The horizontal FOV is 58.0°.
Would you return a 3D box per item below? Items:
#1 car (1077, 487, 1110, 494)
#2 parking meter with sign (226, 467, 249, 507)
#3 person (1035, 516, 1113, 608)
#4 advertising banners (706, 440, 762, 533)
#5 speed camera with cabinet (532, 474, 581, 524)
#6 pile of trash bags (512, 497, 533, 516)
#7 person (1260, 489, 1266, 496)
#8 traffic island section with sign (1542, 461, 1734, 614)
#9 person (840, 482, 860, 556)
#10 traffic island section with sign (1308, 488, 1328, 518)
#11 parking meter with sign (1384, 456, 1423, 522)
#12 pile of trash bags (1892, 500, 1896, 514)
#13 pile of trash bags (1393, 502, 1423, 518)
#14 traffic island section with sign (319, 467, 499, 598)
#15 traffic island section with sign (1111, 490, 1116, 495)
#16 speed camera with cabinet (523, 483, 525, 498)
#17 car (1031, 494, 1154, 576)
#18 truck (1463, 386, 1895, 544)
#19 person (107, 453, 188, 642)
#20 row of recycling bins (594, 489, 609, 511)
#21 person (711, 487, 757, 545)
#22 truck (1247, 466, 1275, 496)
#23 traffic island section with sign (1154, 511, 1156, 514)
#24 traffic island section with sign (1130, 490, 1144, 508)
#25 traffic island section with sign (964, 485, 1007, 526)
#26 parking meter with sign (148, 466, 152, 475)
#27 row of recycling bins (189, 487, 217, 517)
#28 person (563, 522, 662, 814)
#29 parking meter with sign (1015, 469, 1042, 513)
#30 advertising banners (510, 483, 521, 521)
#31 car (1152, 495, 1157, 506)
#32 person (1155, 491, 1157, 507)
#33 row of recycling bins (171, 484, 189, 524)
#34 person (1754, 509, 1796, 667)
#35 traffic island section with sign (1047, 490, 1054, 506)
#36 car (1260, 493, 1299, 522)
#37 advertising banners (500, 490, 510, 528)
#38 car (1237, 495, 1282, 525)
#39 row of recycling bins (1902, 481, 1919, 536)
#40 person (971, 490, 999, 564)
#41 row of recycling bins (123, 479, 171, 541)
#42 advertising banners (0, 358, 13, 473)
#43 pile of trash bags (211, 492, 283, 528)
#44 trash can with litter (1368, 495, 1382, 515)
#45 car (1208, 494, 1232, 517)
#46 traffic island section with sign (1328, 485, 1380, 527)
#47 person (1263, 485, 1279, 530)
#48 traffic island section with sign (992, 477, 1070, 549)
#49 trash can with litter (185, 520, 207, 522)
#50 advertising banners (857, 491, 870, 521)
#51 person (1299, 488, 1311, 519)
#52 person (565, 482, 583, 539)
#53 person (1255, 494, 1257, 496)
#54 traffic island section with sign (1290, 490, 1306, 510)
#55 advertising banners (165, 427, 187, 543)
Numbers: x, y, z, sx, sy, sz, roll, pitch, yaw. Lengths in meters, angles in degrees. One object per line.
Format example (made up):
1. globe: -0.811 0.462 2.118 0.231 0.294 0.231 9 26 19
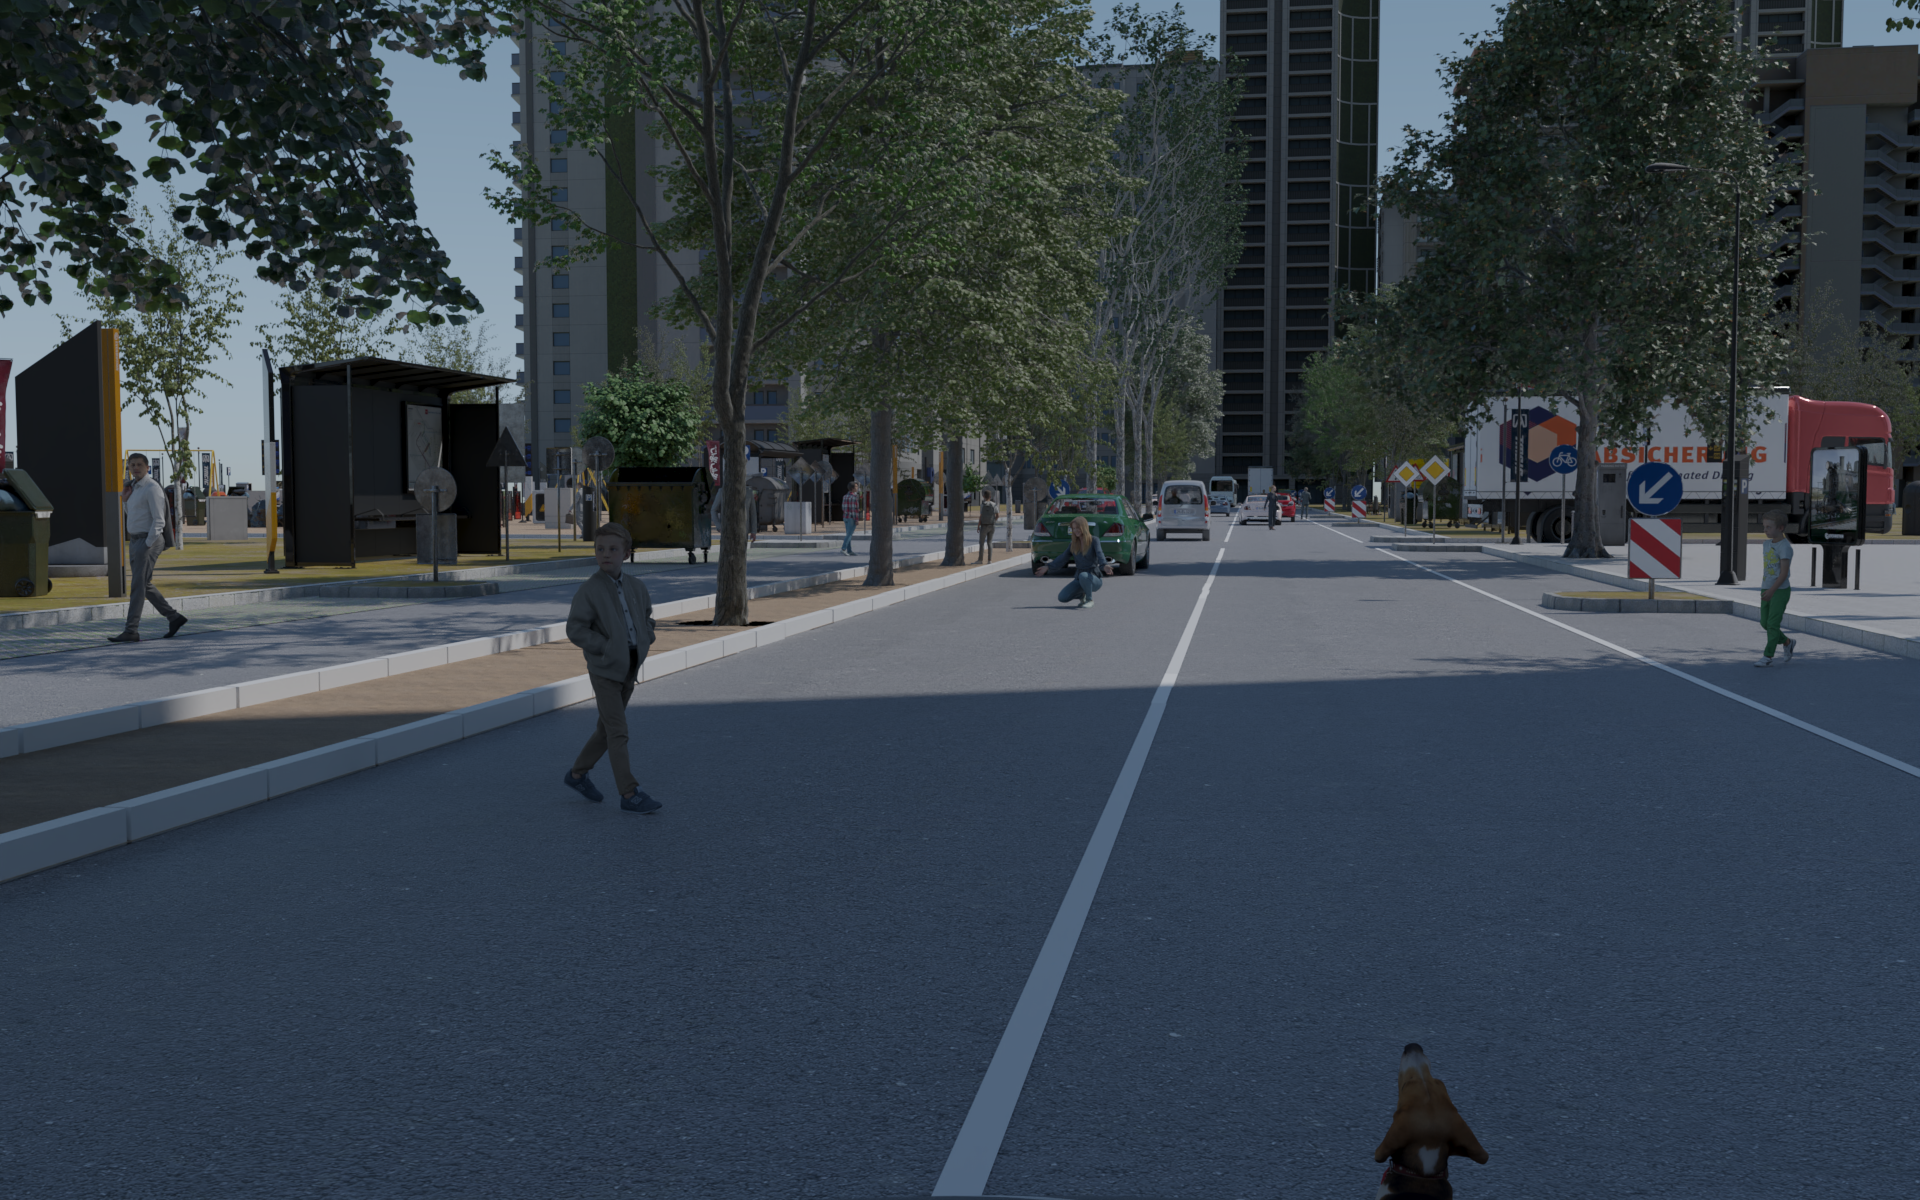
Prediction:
1. car: 7.545 -5.497 98.555 2.281 1.827 5.304 1 4 11
2. parking meter with sign: -46.191 -7.047 111.476 1.738 3.016 0.543 0 4 -6
3. person: 1.569 -0.478 21.815 1.012 1.151 0.738 3 5 39
4. advertising banners: -7.375 -3.690 56.513 2.074 3.025 0.090 -3 4 -38
5. speed camera with cabinet: -17.450 -4.930 74.942 2.038 3.252 0.660 -1 4 -10
6. pile of trash bags: -25.473 -5.709 103.096 3.447 1.369 1.912 1 4 22
7. person: 25.359 -8.324 144.602 1.348 1.823 0.705 1 4 14
8. traffic island section with sign: 8.449 -0.806 21.804 1.989 1.847 2.006 1 4 9
9. person: -2.574 -1.894 40.303 0.643 1.720 0.563 -2 4 -29
10. traffic island section with sign: 21.837 -5.774 103.034 1.989 1.847 2.006 1 4 9
11. parking meter with sign: 20.341 -5.088 79.449 1.738 3.016 0.543 1 4 17
12. pile of trash bags: 57.938 -6.161 110.482 3.447 1.369 1.912 3 5 41
13. pile of trash bags: 23.633 -4.910 90.035 1.912 1.369 3.447 1 4 9
14. traffic island section with sign: -7.694 -0.977 24.607 1.989 1.847 2.006 1 4 9
15. traffic island section with sign: 13.899 -8.988 155.589 1.989 1.847 2.006 1 4 9
16. speed camera with cabinet: -29.993 -7.827 122.303 2.038 3.252 0.660 2 4 35
17. car: 2.459 -1.236 32.011 2.131 1.459 4.920 1 4 11
18. truck: 19.508 -3.529 46.612 11.283 4.237 2.839 1 4 9
19. person: -7.980 -0.510 16.941 0.679 1.850 0.850 3 4 37
20. row of recycling bins: -28.336 -7.811 134.825 3.534 1.692 1.069 1 4 20
21. person: -3.192 -0.974 24.532 0.635 1.810 0.391 -2 4 -28
22. truck: 31.070 -11.621 178.919 2.839 4.237 11.283 1 4 10
23. traffic island section with sign: 15.354 -7.310 127.656 2.006 1.907 1.989 1 4 9
24. traffic island section with sign: 18.290 -10.615 182.185 1.989 1.847 2.006 1 4 9
25. traffic island section with sign: 1.289 -4.310 79.100 1.989 1.847 2.006 1 4 9
26. parking meter with sign: -50.118 -6.731 106.320 0.543 3.016 1.738 -3 4 -39
27. row of recycling bins: -42.921 -5.424 95.798 3.534 1.692 1.069 -1 4 -13
28. person: -1.582 0.296 7.936 0.640 1.303 0.475 2 4 29
29. parking meter with sign: 4.574 -7.338 116.232 1.738 3.016 0.543 1 4 9
30. advertising banners: -21.597 -5.311 83.024 0.090 3.025 2.074 -3 5 -39
31. car: 20.851 -10.412 182.600 2.083 1.381 4.827 1 4 9
32. person: 21.471 -10.987 188.872 1.217 1.736 0.721 0 4 6
33. row of recycling bins: -34.490 -4.014 72.737 3.534 1.692 1.069 -2 4 -28
34. person: 6.830 -0.105 14.461 0.590 1.304 0.306 -2 4 -32
35. traffic island section with sign: 5.681 -5.937 105.696 1.989 1.847 2.006 1 4 9
36. car: 16.468 -4.934 89.708 2.155 1.783 4.494 1 4 11
37. advertising banners: -17.515 -4.256 65.780 0.090 3.025 2.074 0 4 0
38. car: 14.003 -4.187 80.815 2.083 1.381 4.827 0 4 8
39. row of recycling bins: 31.086 -2.837 53.494 3.534 1.692 1.069 1 4 9
40. person: 0.522 -1.469 35.107 0.523 1.515 0.503 2 4 29
41. row of recycling bins: -22.880 -2.428 46.813 1.069 1.692 3.534 0 4 5
42. advertising banners: -13.005 -1.564 21.762 2.074 3.025 0.090 -3 5 -40
43. pile of trash bags: -27.130 -3.447 66.114 1.912 1.369 3.447 2 4 24
44. trash can with litter: 24.934 -5.724 104.648 1.678 1.210 2.233 2 4 25
45. car: 16.356 -6.029 110.570 2.014 1.417 4.499 1 4 9
46. traffic island section with sign: 17.448 -4.147 76.437 1.989 1.847 2.006 1 4 9
47. person: 12.382 -3.669 68.908 0.576 1.772 0.534 -3 5 -45
48. traffic island section with sign: 1.930 -2.328 46.205 2.006 1.907 1.989 1 4 9
49. trash can with litter: -34.954 -4.133 78.629 1.678 1.210 2.233 1 4 18
50. advertising banners: -4.425 -5.282 82.545 0.090 3.025 2.074 1 4 22
51. person: 19.520 -5.463 97.998 0.661 1.801 0.590 0 4 3
52. person: -11.905 -2.793 54.292 0.853 1.813 0.709 1 4 18
53. person: 22.374 -7.306 131.182 0.991 1.433 0.599 0 4 -1
54. traffic island section with sign: 30.074 -8.833 153.046 1.989 1.847 2.006 1 4 9
55. advertising banners: -20.853 -3.033 45.784 2.074 3.025 0.090 3 5 43
